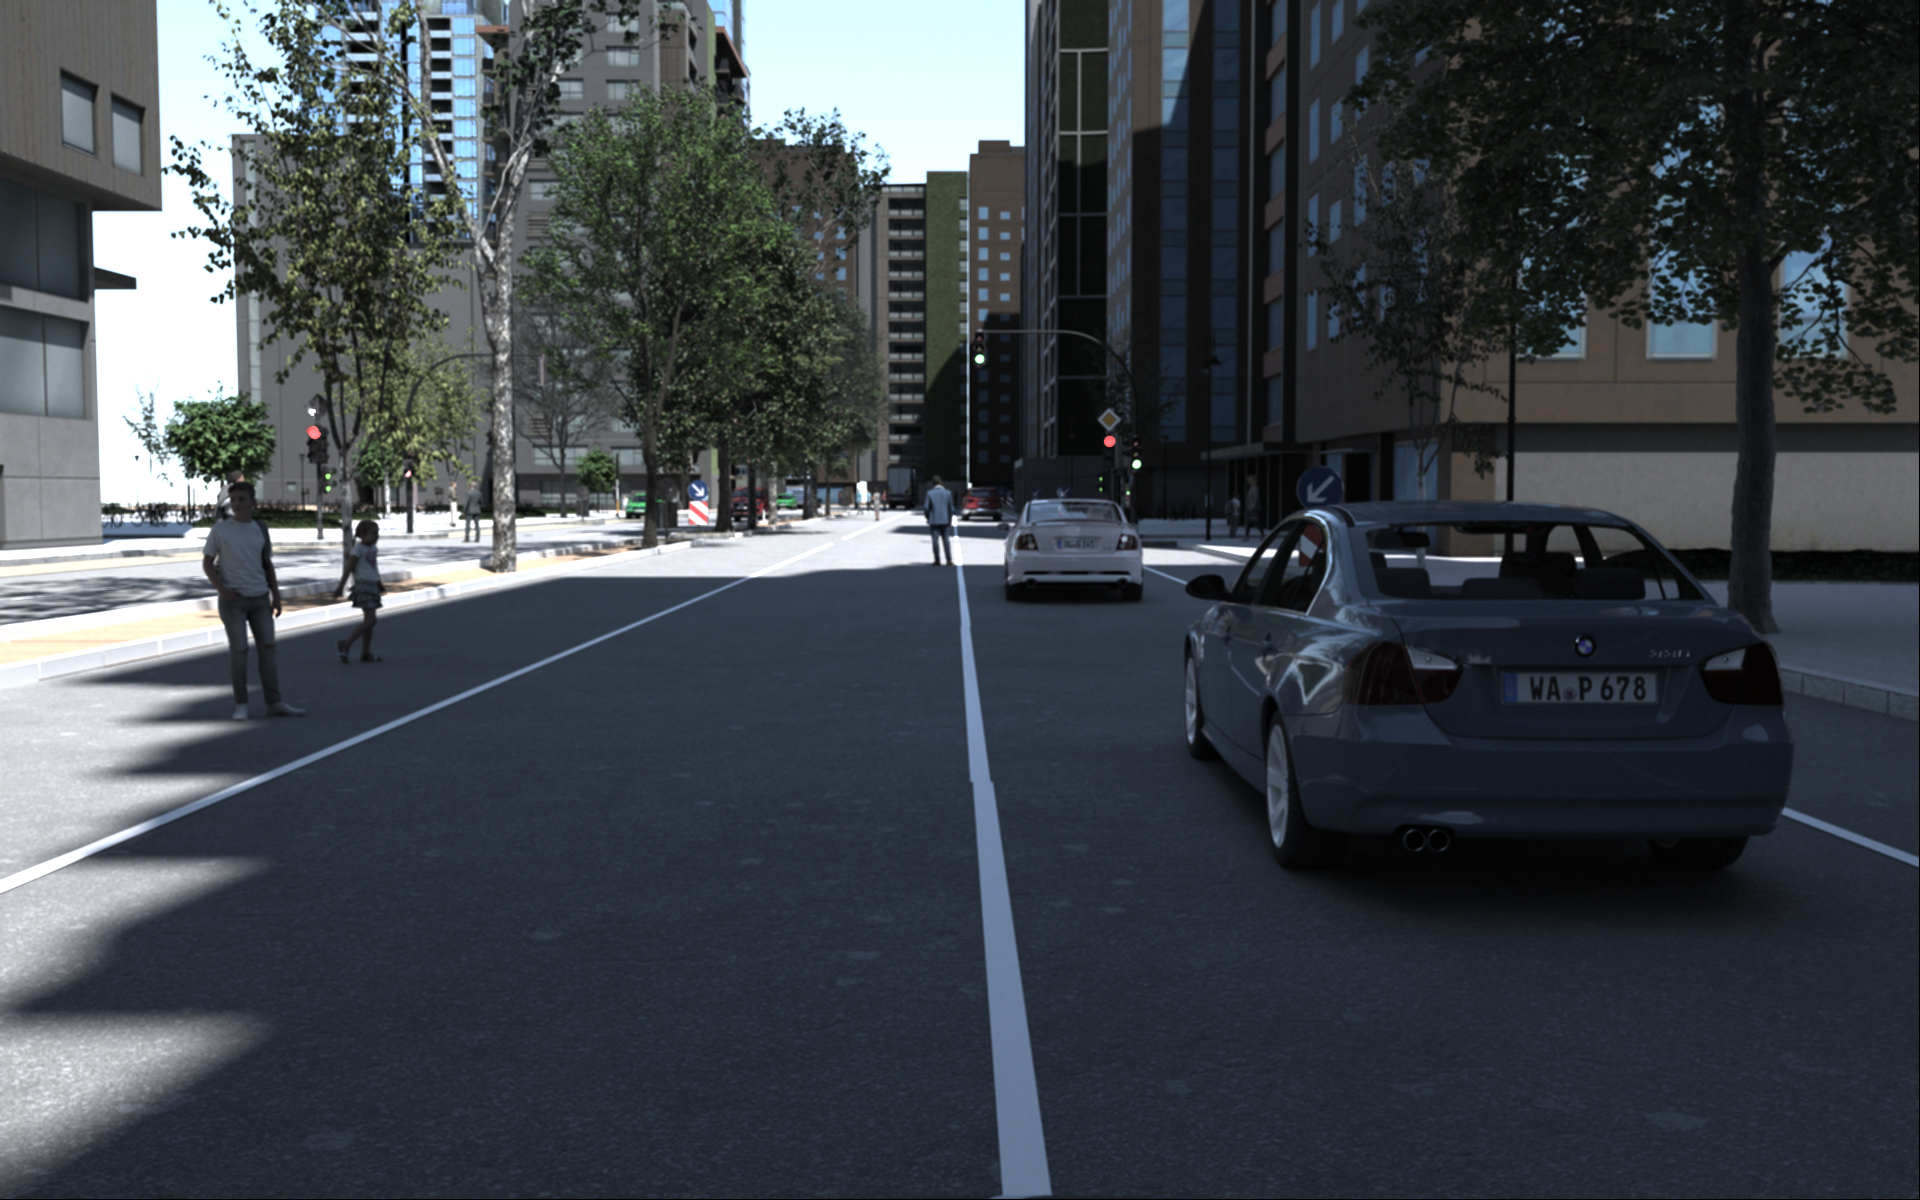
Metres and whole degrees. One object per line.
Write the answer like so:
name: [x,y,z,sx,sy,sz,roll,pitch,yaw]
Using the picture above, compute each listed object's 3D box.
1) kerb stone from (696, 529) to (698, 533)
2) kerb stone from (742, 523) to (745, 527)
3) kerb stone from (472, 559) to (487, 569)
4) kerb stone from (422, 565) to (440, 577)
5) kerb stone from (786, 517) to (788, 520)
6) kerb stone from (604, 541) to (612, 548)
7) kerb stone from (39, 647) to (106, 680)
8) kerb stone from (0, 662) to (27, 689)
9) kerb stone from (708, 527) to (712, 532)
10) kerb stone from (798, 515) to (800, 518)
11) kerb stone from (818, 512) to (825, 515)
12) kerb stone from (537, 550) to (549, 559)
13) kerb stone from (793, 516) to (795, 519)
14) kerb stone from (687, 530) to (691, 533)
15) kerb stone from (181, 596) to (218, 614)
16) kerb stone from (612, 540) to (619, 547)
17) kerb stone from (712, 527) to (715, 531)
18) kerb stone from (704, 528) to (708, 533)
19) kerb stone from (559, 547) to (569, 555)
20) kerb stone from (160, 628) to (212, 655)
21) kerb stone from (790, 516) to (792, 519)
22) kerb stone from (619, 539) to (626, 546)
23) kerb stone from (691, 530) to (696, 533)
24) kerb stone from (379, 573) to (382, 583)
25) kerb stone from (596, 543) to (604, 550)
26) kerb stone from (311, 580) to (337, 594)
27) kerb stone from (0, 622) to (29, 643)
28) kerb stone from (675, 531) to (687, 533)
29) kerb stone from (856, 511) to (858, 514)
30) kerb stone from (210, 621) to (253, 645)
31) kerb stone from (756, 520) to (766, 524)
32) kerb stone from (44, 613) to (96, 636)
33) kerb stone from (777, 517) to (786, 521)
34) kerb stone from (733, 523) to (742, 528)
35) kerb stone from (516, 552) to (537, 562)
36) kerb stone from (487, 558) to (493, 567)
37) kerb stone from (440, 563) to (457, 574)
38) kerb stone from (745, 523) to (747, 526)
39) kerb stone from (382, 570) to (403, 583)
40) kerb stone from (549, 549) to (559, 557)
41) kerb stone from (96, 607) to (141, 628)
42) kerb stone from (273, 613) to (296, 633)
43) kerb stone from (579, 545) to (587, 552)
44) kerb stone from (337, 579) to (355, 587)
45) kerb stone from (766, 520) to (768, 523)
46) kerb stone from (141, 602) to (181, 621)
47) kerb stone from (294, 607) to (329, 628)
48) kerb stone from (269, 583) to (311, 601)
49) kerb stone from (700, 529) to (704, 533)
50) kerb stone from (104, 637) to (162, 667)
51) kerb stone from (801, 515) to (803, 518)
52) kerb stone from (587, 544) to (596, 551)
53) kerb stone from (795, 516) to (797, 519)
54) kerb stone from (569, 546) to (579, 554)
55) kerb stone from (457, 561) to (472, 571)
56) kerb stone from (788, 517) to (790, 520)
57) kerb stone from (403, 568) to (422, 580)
kerb stone: [-9.446,-2.399,61.451,0.120,0.150,1.000,0,4,0]
kerb stone: [-9.511,-3.216,74.772,0.120,0.150,1.000,0,4,0]
kerb stone: [-9.321,-0.673,33.211,0.120,0.150,1.000,0,4,0]
kerb stone: [-9.301,-0.484,30.144,0.120,0.150,1.000,0,4,0]
kerb stone: [-9.600,-4.403,94.245,0.120,0.150,1.000,0,4,0]
kerb stone: [-9.375,-1.425,45.491,0.120,0.150,1.000,0,4,0]
kerb stone: [-7.128,0.514,13.796,0.120,0.150,1.000,0,4,0]
kerb stone: [-7.118,0.576,12.774,0.120,0.150,1.000,0,4,0]
kerb stone: [-9.463,-2.589,64.524,0.120,0.150,1.000,0,4,0]
kerb stone: [-9.639,-4.845,101.407,0.120,0.150,1.000,0,4,0]
kerb stone: [-9.734,-6.098,121.897,0.120,0.150,1.000,0,4,0]
kerb stone: [-9.339,-0.987,38.334,0.120,0.150,1.000,0,4,0]
kerb stone: [-9.627,-4.657,98.337,0.120,0.150,1.000,0,4,0]
kerb stone: [-9.442,-2.276,59.407,0.120,0.150,1.000,0,4,0]
kerb stone: [-9.260,0.081,20.923,0.120,0.150,1.000,0,4,0]
kerb stone: [-9.378,-1.487,46.513,0.120,0.150,1.000,0,4,0]
kerb stone: [-9.472,-2.651,65.546,0.120,0.150,1.000,0,4,0]
kerb stone: [-9.465,-2.526,63.502,0.120,0.150,1.000,0,4,0]
kerb stone: [-9.351,-1.112,40.381,0.120,0.150,1.000,0,4,0]
kerb stone: [-7.143,0.389,15.841,0.120,0.150,1.000,0,4,0]
kerb stone: [-9.614,-4.532,96.289,0.120,0.150,1.000,0,4,0]
kerb stone: [-9.395,-1.550,47.535,0.120,0.150,1.000,0,4,0]
kerb stone: [-9.445,-2.338,60.429,0.120,0.150,1.000,0,4,0]
kerb stone: [-9.293,-0.298,27.065,0.120,0.150,1.000,0,4,0]
kerb stone: [-9.374,-1.361,44.469,0.120,0.150,1.000,0,4,0]
kerb stone: [-9.281,-0.173,25.016,0.120,0.150,1.000,0,4,0]
kerb stone: [-9.247,0.329,16.818,0.120,0.150,1.000,0,4,0]
kerb stone: [-9.438,-2.208,58.378,0.120,0.150,1.000,0,4,0]
kerb stone: [-7.646,-6.295,125.118,0.120,0.150,1.000,0,4,0]
kerb stone: [-7.147,0.326,16.862,0.120,0.150,1.000,0,4,0]
kerb stone: [-9.549,-3.717,82.972,0.120,0.150,1.000,0,4,0]
kerb stone: [-9.248,0.265,17.857,0.120,0.150,1.000,0,4,0]
kerb stone: [-9.598,-4.344,93.222,0.120,0.150,1.000,0,4,0]
kerb stone: [-9.510,-3.152,73.734,0.120,0.150,1.000,0,4,0]
kerb stone: [-9.339,-0.925,37.313,0.120,0.150,1.000,0,4,0]
kerb stone: [-9.317,-0.736,34.235,0.120,0.150,1.000,0,4,0]
kerb stone: [-9.307,-0.549,31.165,0.120,0.150,1.000,0,4,0]
kerb stone: [-9.516,-3.278,75.795,0.120,0.150,1.000,0,4,0]
kerb stone: [-9.299,-0.361,28.095,0.120,0.150,1.000,0,4,0]
kerb stone: [-9.350,-1.045,39.360,0.120,0.150,1.000,0,4,0]
kerb stone: [-9.251,0.204,18.879,0.120,0.150,1.000,0,4,0]
kerb stone: [-7.140,0.264,17.884,0.120,0.150,1.000,0,4,0]
kerb stone: [-9.364,-1.235,42.425,0.120,0.150,1.000,0,4,0]
kerb stone: [-9.290,-0.235,26.043,0.120,0.150,1.000,0,4,0]
kerb stone: [-9.554,-3.777,83.994,0.120,0.150,1.000,0,4,0]
kerb stone: [-9.261,0.142,19.900,0.120,0.150,1.000,0,4,0]
kerb stone: [-7.153,0.201,18.906,0.120,0.150,1.000,0,4,0]
kerb stone: [-9.273,-0.107,23.989,0.120,0.150,1.000,0,4,0]
kerb stone: [-9.458,-2.464,62.480,0.120,0.150,1.000,0,4,0]
kerb stone: [-7.143,0.451,14.819,0.120,0.150,1.000,0,4,0]
kerb stone: [-9.638,-4.970,103.453,0.120,0.150,1.000,0,4,0]
kerb stone: [-9.363,-1.296,43.447,0.120,0.150,1.000,0,4,0]
kerb stone: [-9.627,-4.720,99.359,0.120,0.150,1.000,0,4,0]
kerb stone: [-9.348,-1.175,41.403,0.120,0.150,1.000,0,4,0]
kerb stone: [-9.318,-0.611,32.187,0.120,0.150,1.000,0,4,0]
kerb stone: [-9.619,-4.469,95.267,0.120,0.150,1.000,0,4,0]
kerb stone: [-9.296,-0.423,29.117,0.120,0.150,1.000,0,4,0]
